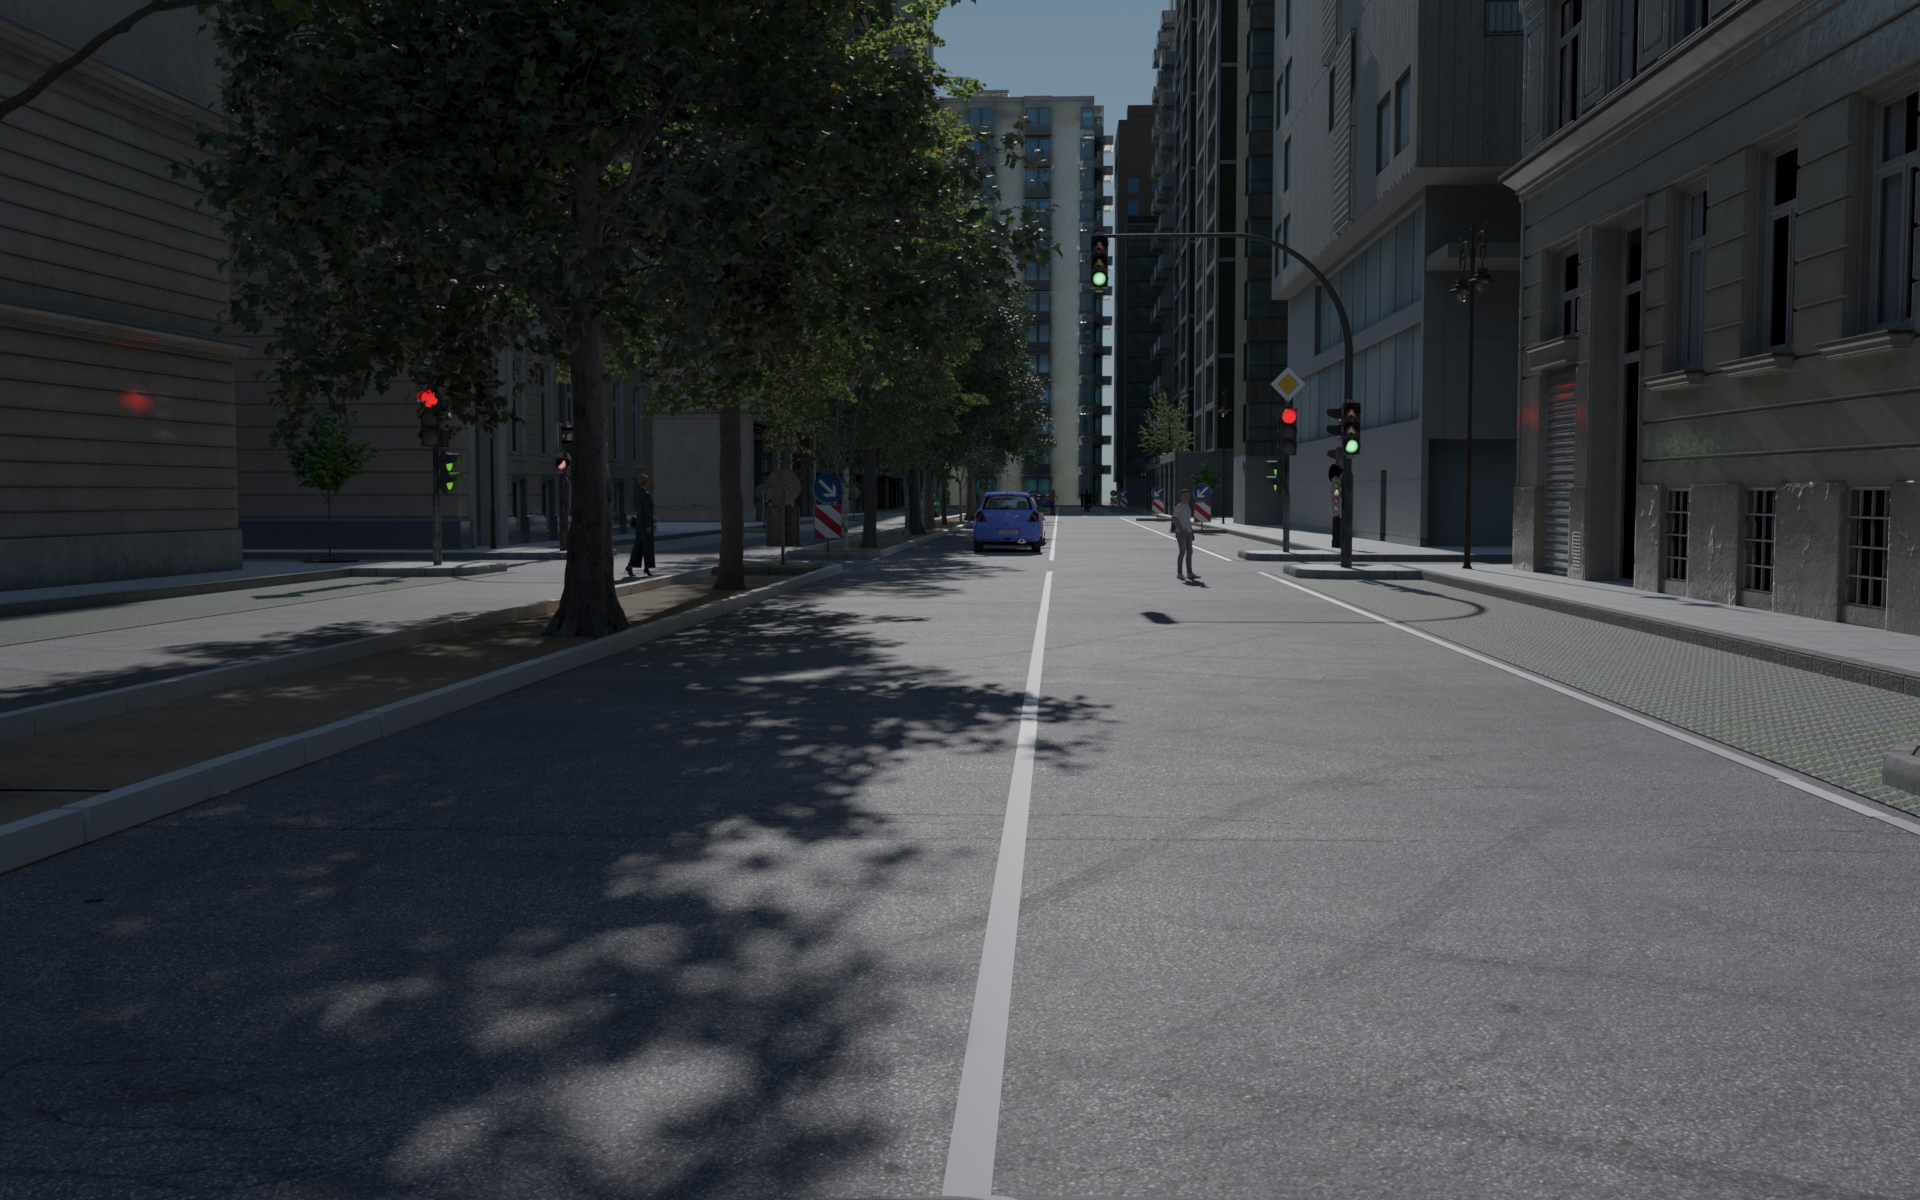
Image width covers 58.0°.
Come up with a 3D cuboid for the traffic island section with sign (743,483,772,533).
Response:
[{"bbox_3d":[-7.231,-3.372,63.768,1.989,1.847,2.006,0,4,3],"label":"traffic island section with sign"}]

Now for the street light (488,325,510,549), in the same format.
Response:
[{"bbox_3d":[-10.943,-4.138,40.445,0.468,5.910,1.993,0,4,3],"label":"street light"}]

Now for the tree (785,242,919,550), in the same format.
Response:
[{"bbox_3d":[-2.659,-5.336,40.055,4.360,8.622,3.978,0,3,0],"label":"tree"}]

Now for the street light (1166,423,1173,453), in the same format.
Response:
[{"bbox_3d":[13.554,-8.525,112.174,0.468,5.910,1.993,0,4,3],"label":"street light"}]

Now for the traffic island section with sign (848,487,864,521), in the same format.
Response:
[{"bbox_3d":[-5.616,-5.100,92.017,1.989,1.847,2.006,0,4,3],"label":"traffic island section with sign"}]

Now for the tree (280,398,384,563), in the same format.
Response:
[{"bbox_3d":[-12.001,-2.324,32.595,1.663,3.219,1.824,0,3,0],"label":"tree"}]

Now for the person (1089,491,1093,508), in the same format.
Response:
[{"bbox_3d":[12.952,-10.016,172.970,0.721,1.735,1.217,3,5,41],"label":"person"}]

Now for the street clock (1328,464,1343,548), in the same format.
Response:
[{"bbox_3d":[9.011,-2.249,41.344,0.358,2.002,0.471,-1,4,-22],"label":"street clock"}]

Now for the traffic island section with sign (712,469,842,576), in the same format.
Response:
[{"bbox_3d":[-3.288,-1.407,31.133,2.006,1.907,1.989,0,4,3],"label":"traffic island section with sign"}]

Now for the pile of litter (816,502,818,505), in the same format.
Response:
[{"bbox_3d":[-9.265,-5.863,109.817,1.719,0.858,1.176,1,4,14],"label":"pile of litter"}]

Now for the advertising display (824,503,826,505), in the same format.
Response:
[{"bbox_3d":[-7.302,-5.453,94.373,0.123,1.923,0.974,-1,4,-11],"label":"advertising display"}]

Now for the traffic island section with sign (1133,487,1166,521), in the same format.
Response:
[{"bbox_3d":[10.304,-5.066,91.463,1.989,1.847,2.006,0,4,3],"label":"traffic island section with sign"}]

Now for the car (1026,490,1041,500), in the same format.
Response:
[{"bbox_3d":[7.694,-10.558,181.299,2.281,1.827,5.304,0,4,2],"label":"car"}]

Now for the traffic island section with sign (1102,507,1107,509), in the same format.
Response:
[{"bbox_3d":[14.664,-9.689,167.047,1.989,1.847,2.006,0,4,3],"label":"traffic island section with sign"}]

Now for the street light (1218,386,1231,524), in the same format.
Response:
[{"bbox_3d":[11.287,-6.195,74.076,0.468,5.910,1.993,0,4,3],"label":"street light"}]

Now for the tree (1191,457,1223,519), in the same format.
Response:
[{"bbox_3d":[12.794,-5.868,90.545,1.663,3.219,1.824,0,3,0],"label":"tree"}]

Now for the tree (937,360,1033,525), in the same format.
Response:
[{"bbox_3d":[-0.676,-8.771,80.279,8.767,10.594,7.601,0,4,3],"label":"tree"}]

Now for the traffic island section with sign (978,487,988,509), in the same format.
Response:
[{"bbox_3d":[1.462,-6.447,113.543,2.006,1.907,1.989,0,4,3],"label":"traffic island section with sign"}]

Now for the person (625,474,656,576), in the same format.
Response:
[{"bbox_3d":[-5.531,-1.299,30.156,0.576,1.772,0.534,2,4,28],"label":"person"}]

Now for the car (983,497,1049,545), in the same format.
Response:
[{"bbox_3d":[1.538,-2.339,50.612,2.083,1.381,4.827,0,4,4],"label":"car"}]

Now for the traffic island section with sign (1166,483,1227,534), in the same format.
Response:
[{"bbox_3d":[8.691,-3.346,63.342,1.989,1.847,2.006,0,4,3],"label":"traffic island section with sign"}]

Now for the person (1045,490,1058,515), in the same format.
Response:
[{"bbox_3d":[6.202,-6.588,116.935,1.217,1.743,0.721,3,5,45],"label":"person"}]

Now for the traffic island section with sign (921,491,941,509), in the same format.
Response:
[{"bbox_3d":[-2.795,-8.084,140.797,1.989,1.847,2.006,0,4,3],"label":"traffic island section with sign"}]

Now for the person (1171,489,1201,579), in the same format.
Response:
[{"bbox_3d":[3.810,-1.112,29.278,0.523,1.515,0.503,1,4,13],"label":"person"}]

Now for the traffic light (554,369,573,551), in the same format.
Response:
[{"bbox_3d":[-6.851,-3.935,39.003,4.771,5.953,1.251,0,4,3],"label":"traffic light"}]

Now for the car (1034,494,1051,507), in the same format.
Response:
[{"bbox_3d":[7.979,-9.320,164.379,2.014,1.417,4.499,0,4,3],"label":"car"}]

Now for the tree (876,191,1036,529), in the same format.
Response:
[{"bbox_3d":[-1.343,-9.882,70.683,9.857,13.997,8.962,0,3,0],"label":"tree"}]

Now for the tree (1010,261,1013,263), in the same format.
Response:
[{"bbox_3d":[-2.481,-7.667,45.947,7.486,12.596,7.792,0,3,0],"label":"tree"}]

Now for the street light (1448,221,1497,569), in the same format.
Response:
[{"bbox_3d":[8.721,-3.475,29.611,0.468,5.910,1.993,0,4,3],"label":"street light"}]

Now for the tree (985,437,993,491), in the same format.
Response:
[{"bbox_3d":[0.067,-8.180,86.564,4.737,8.622,4.395,0,3,0],"label":"tree"}]

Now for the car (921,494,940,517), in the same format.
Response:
[{"bbox_3d":[-2.178,-6.032,107.425,1.959,1.807,4.718,0,4,2],"label":"car"}]

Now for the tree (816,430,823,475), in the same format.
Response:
[{"bbox_3d":[-7.895,-9.833,111.127,4.737,8.622,4.395,0,3,0],"label":"tree"}]

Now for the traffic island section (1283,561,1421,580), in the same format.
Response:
[{"bbox_3d":[6.771,-0.491,30.317,2.009,0.180,2.903,0,4,3],"label":"traffic island section"}]

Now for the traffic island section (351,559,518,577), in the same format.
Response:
[{"bbox_3d":[-9.443,-0.549,31.253,2.009,0.180,2.903,0,4,3],"label":"traffic island section"}]

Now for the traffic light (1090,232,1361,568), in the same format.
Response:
[{"bbox_3d":[4.638,-3.395,30.184,4.771,5.953,1.251,0,4,3],"label":"traffic light"}]

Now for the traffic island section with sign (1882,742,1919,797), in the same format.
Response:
[{"bbox_3d":[5.499,0.040,7.976,1.989,1.847,2.006,0,4,3],"label":"traffic island section with sign"}]

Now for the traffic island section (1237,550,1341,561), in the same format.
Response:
[{"bbox_3d":[7.230,-0.979,38.289,2.009,0.180,2.903,0,4,3],"label":"traffic island section"}]

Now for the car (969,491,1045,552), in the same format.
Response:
[{"bbox_3d":[1.197,-2.097,43.874,1.945,1.707,3.694,0,4,1],"label":"car"}]

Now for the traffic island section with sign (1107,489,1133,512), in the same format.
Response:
[{"bbox_3d":[13.100,-8.038,140.047,1.989,1.847,2.006,0,4,3],"label":"traffic island section with sign"}]

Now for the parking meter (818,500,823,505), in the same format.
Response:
[{"bbox_3d":[-9.101,-6.411,113.236,0.372,1.533,0.369,0,3,0],"label":"parking meter"}]

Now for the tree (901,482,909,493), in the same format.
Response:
[{"bbox_3d":[-4.524,-10.261,162.375,1.663,3.219,1.824,0,3,0],"label":"tree"}]

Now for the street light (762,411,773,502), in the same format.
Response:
[{"bbox_3d":[-8.731,-6.483,78.793,0.468,5.910,1.993,0,4,3],"label":"street light"}]

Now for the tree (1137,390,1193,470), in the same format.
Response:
[{"bbox_3d":[14.532,-10.411,120.588,4.360,8.622,3.978,0,3,0],"label":"tree"}]

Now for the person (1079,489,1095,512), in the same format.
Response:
[{"bbox_3d":[10.109,-7.919,137.935,1.348,1.831,0.705,2,4,26],"label":"person"}]

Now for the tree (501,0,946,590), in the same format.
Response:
[{"bbox_3d":[-3.510,-6.445,25.968,7.486,12.596,7.792,0,3,0],"label":"tree"}]

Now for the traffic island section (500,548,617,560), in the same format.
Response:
[{"bbox_3d":[-8.984,-1.036,39.224,2.009,0.180,2.903,0,4,3],"label":"traffic island section"}]

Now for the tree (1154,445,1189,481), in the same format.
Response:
[{"bbox_3d":[14.619,-8.079,115.810,4.285,4.588,4.351,0,3,0],"label":"tree"}]

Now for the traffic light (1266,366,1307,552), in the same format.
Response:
[{"bbox_3d":[7.191,-3.013,38.177,0.839,4.253,0.868,0,4,3],"label":"traffic light"}]

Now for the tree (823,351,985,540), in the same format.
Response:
[{"bbox_3d":[-1.610,-6.122,52.918,4.737,8.622,4.395,0,3,0],"label":"tree"}]

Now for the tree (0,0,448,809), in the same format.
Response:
[{"bbox_3d":[-4.812,-4.853,7.557,9.928,11.665,9.643,0,3,0],"label":"tree"}]

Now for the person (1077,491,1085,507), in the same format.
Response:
[{"bbox_3d":[13.584,-11.296,193.215,0.705,1.821,1.348,-2,4,-32],"label":"person"}]

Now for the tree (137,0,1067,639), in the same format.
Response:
[{"bbox_3d":[-3.742,-5.986,17.331,9.611,12.733,9.660,0,3,0],"label":"tree"}]

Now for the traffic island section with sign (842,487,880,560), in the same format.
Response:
[{"bbox_3d":[-2.852,-1.859,38.528,2.006,1.907,1.989,0,4,3],"label":"traffic island section with sign"}]

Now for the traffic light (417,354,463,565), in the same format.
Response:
[{"bbox_3d":[-9.404,-2.581,31.116,0.839,4.253,0.868,0,4,3],"label":"traffic light"}]

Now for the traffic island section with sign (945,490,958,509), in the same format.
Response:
[{"bbox_3d":[-1.192,-9.789,168.679,1.989,1.847,2.006,0,4,3],"label":"traffic island section with sign"}]
